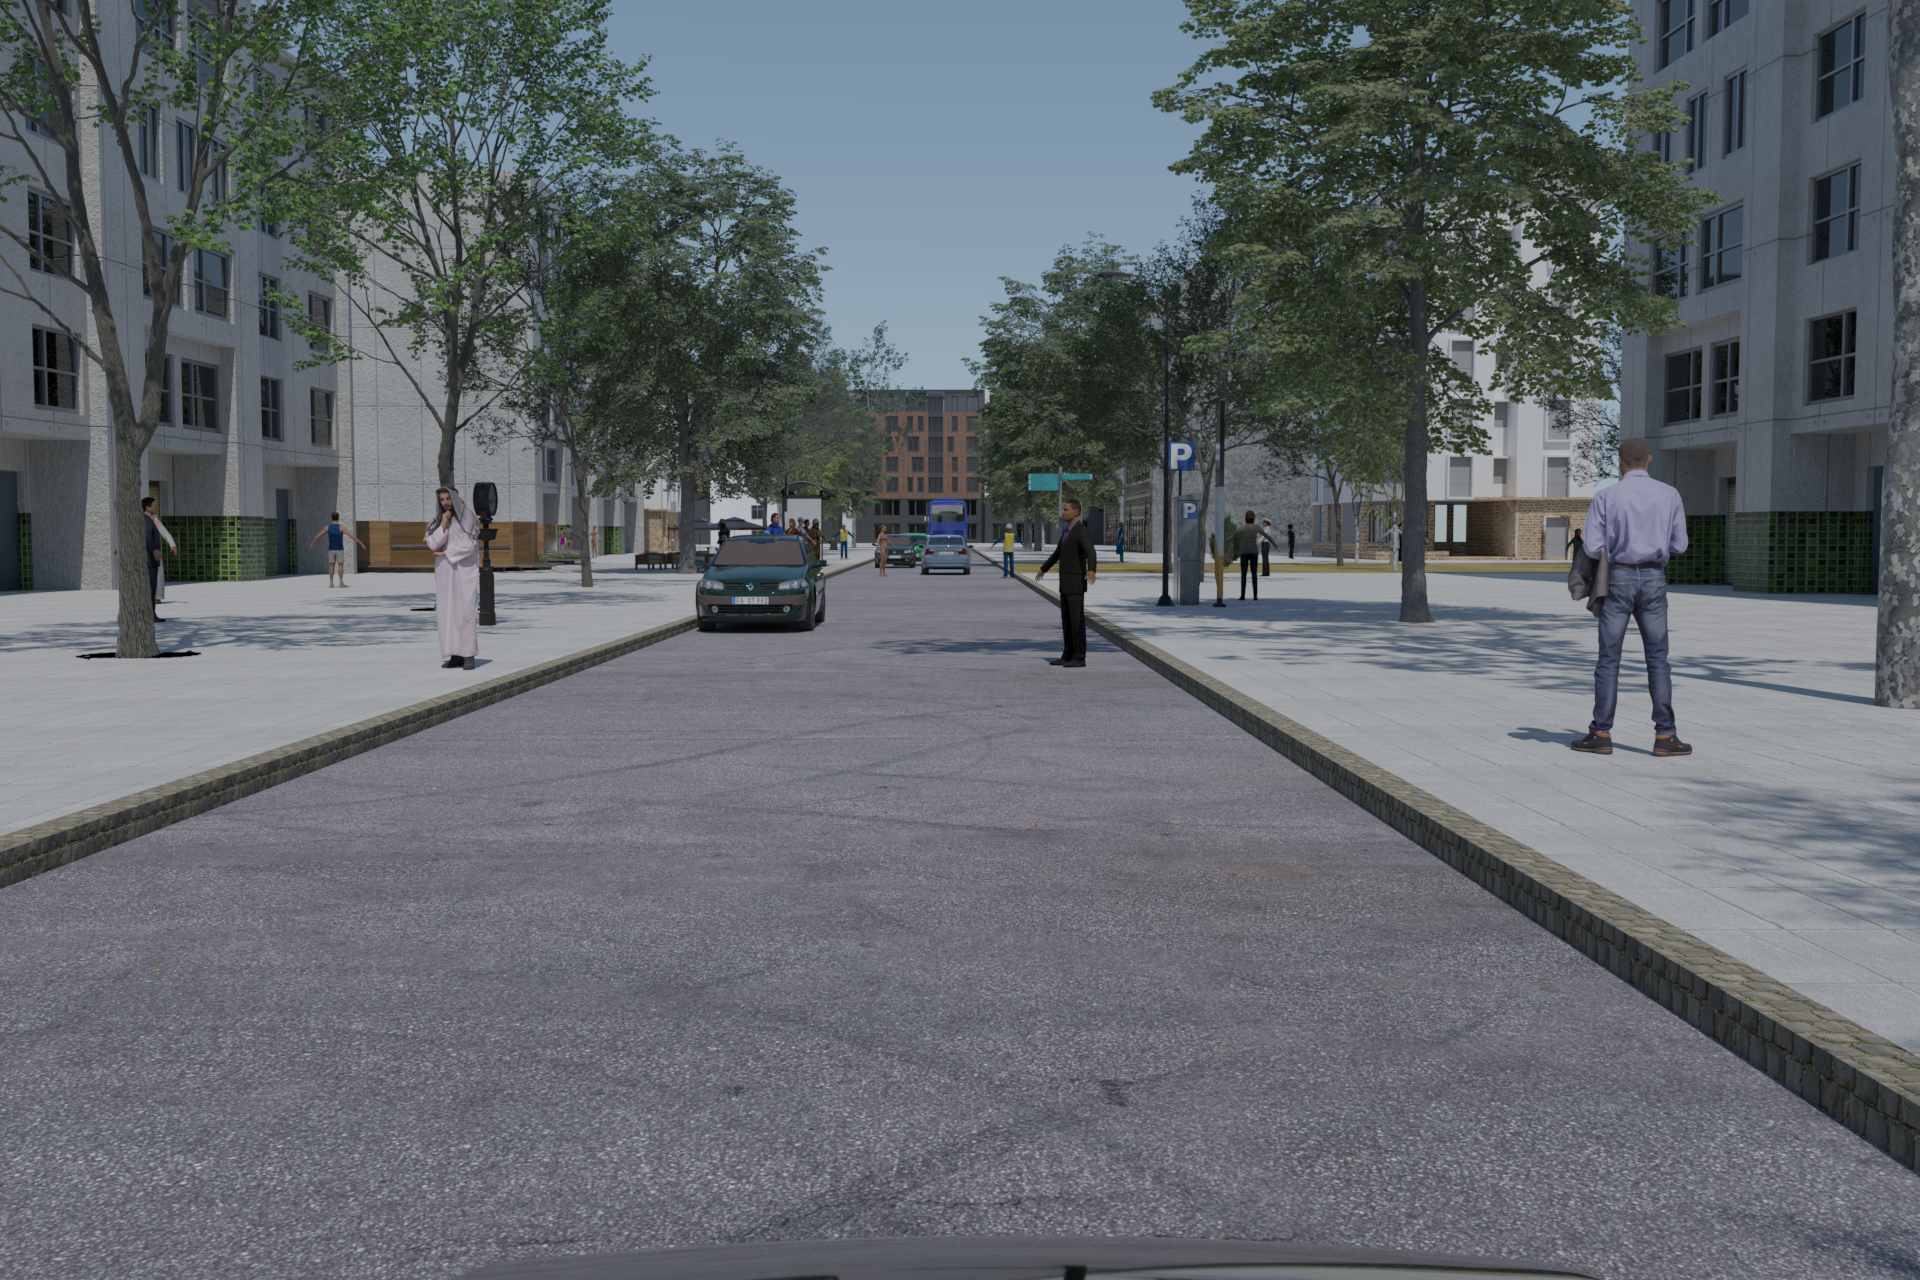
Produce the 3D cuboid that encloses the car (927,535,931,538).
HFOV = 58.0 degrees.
[{"bbox_3d":[-2.199,-5.576,103.530,2.083,1.381,4.827,0,4,0],"label":"car"}]

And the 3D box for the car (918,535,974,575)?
[{"bbox_3d":[-0.501,-3.063,62.084,2.014,1.417,4.499,0,4,0],"label":"car"}]

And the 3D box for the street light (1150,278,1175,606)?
[{"bbox_3d":[4.198,-3.555,30.660,1.470,5.913,1.316,0,3,0],"label":"street light"}]

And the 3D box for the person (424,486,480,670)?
[{"bbox_3d":[-4.842,-0.601,16.546,0.551,1.740,0.621,0,4,-7],"label":"person"}]

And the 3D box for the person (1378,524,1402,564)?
[{"bbox_3d":[18.732,-4.189,74.682,1.347,1.806,0.705,1,4,12],"label":"person"}]

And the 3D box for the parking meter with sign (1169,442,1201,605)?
[{"bbox_3d":[4.164,-2.184,31.976,0.543,3.016,1.738,0,3,0],"label":"parking meter with sign"}]

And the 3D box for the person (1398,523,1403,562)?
[{"bbox_3d":[20.363,-4.511,79.941,0.705,1.806,1.347,1,4,10],"label":"person"}]

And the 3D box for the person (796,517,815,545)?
[{"bbox_3d":[-5.204,-3.122,56.903,0.705,1.847,1.347,2,4,28],"label":"person"}]

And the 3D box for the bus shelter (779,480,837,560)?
[{"bbox_3d":[-6.023,-4.547,68.267,2.014,3.302,5.546,0,4,-1],"label":"bus shelter"}]

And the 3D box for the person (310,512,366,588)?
[{"bbox_3d":[-14.917,-2.158,41.444,1.345,1.807,0.704,0,4,0],"label":"person"}]

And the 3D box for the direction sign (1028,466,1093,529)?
[{"bbox_3d":[3.967,-4.831,67.755,2.525,3.948,1.411,0,4,-1],"label":"direction sign"}]

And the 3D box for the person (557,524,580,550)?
[{"bbox_3d":[-19.843,-4.986,87.795,1.348,1.796,0.705,-1,4,-19],"label":"person"}]

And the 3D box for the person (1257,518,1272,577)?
[{"bbox_3d":[9.167,-2.806,52.344,0.721,1.778,1.216,2,4,25],"label":"person"}]

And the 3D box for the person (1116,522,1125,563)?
[{"bbox_3d":[7.065,-4.292,76.308,0.704,1.817,1.347,0,4,2],"label":"person"}]

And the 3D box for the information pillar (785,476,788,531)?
[{"bbox_3d":[-6.481,-4.490,64.765,0.183,3.616,0.504,0,4,0],"label":"information pillar"}]

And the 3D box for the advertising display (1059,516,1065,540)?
[{"bbox_3d":[3.744,-3.573,63.627,0.123,1.923,0.974,0,4,-1],"label":"advertising display"}]

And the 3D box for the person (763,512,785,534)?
[{"bbox_3d":[-4.694,-2.344,44.296,0.704,1.831,1.345,2,4,30],"label":"person"}]

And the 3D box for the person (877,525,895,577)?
[{"bbox_3d":[-2.518,-3.012,58.498,0.721,1.733,1.217,1,4,23],"label":"person"}]

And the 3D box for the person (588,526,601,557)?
[{"bbox_3d":[-20.116,-5.393,94.972,1.217,1.733,0.721,2,4,34],"label":"person"}]

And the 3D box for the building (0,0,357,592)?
[{"bbox_3d":[-27.712,-10.566,39.220,16.747,18.905,31.486,0,3,0],"label":"building"}]

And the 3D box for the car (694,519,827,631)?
[{"bbox_3d":[-3.032,-1.043,26.838,2.009,1.686,4.222,0,4,-1],"label":"car"}]

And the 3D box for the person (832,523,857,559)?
[{"bbox_3d":[-5.932,-5.060,88.702,1.349,1.833,0.705,-1,4,-23],"label":"person"}]

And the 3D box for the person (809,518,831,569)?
[{"bbox_3d":[-5.259,-3.521,63.342,0.705,1.858,1.354,3,5,40],"label":"person"}]

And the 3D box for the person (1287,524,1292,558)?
[{"bbox_3d":[17.721,-5.297,92.753,0.704,1.843,1.345,1,4,10],"label":"person"}]

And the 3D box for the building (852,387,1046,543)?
[{"bbox_3d":[1.161,-24.892,253.412,32.646,21.610,27.936,0,4,0],"label":"building"}]

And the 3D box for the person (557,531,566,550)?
[{"bbox_3d":[-18.775,-4.426,81.626,0.599,1.433,0.991,-3,4,-36],"label":"person"}]

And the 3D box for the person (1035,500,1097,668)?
[{"bbox_3d":[1.192,-0.615,18.732,0.704,1.802,1.346,-1,4,-23],"label":"person"}]

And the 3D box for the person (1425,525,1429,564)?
[{"bbox_3d":[19.578,-4.109,73.116,0.705,1.837,1.347,0,4,8],"label":"person"}]

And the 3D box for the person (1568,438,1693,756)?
[{"bbox_3d":[3.938,-0.262,10.188,0.709,1.838,0.599,1,4,10],"label":"person"}]

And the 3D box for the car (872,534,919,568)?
[{"bbox_3d":[-2.754,-3.943,74.254,2.009,1.686,4.222,0,4,-1],"label":"car"}]

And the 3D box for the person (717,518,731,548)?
[{"bbox_3d":[-8.766,-3.545,63.737,0.705,1.856,1.354,-1,4,-14],"label":"person"}]

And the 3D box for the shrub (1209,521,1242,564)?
[{"bbox_3d":[11.511,-4.314,74.959,1.690,2.028,1.600,0,3,0],"label":"shrub"}]

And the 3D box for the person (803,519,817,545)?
[{"bbox_3d":[-5.383,-3.364,61.141,0.704,1.812,1.346,-2,4,-24],"label":"person"}]

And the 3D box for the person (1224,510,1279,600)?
[{"bbox_3d":[5.592,-1.639,33.561,1.215,1.744,0.721,0,4,-2],"label":"person"}]

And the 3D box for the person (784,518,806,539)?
[{"bbox_3d":[-4.811,-2.583,49.040,1.215,1.729,0.721,2,4,30],"label":"person"}]

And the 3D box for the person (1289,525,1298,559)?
[{"bbox_3d":[17.123,-5.031,88.970,0.721,1.740,1.216,0,4,-5],"label":"person"}]

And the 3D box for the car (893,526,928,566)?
[{"bbox_3d":[-2.157,-4.332,79.619,1.959,1.807,4.718,0,4,-1],"label":"car"}]

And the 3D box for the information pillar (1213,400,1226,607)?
[{"bbox_3d":[4.571,-2.393,30.486,0.183,3.616,0.504,0,4,-1],"label":"information pillar"}]

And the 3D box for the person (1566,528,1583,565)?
[{"bbox_3d":[16.570,-2.271,46.347,0.989,1.438,0.599,-2,4,-25],"label":"person"}]

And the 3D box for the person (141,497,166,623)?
[{"bbox_3d":[-11.772,-1.173,25.231,0.704,1.823,1.345,-2,4,-27],"label":"person"}]

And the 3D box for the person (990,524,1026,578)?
[{"bbox_3d":[1.567,-2.905,56.419,1.216,1.772,0.721,-1,4,-14],"label":"person"}]

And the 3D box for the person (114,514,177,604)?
[{"bbox_3d":[-14.828,-1.560,31.651,1.347,1.811,0.704,1,4,16],"label":"person"}]
